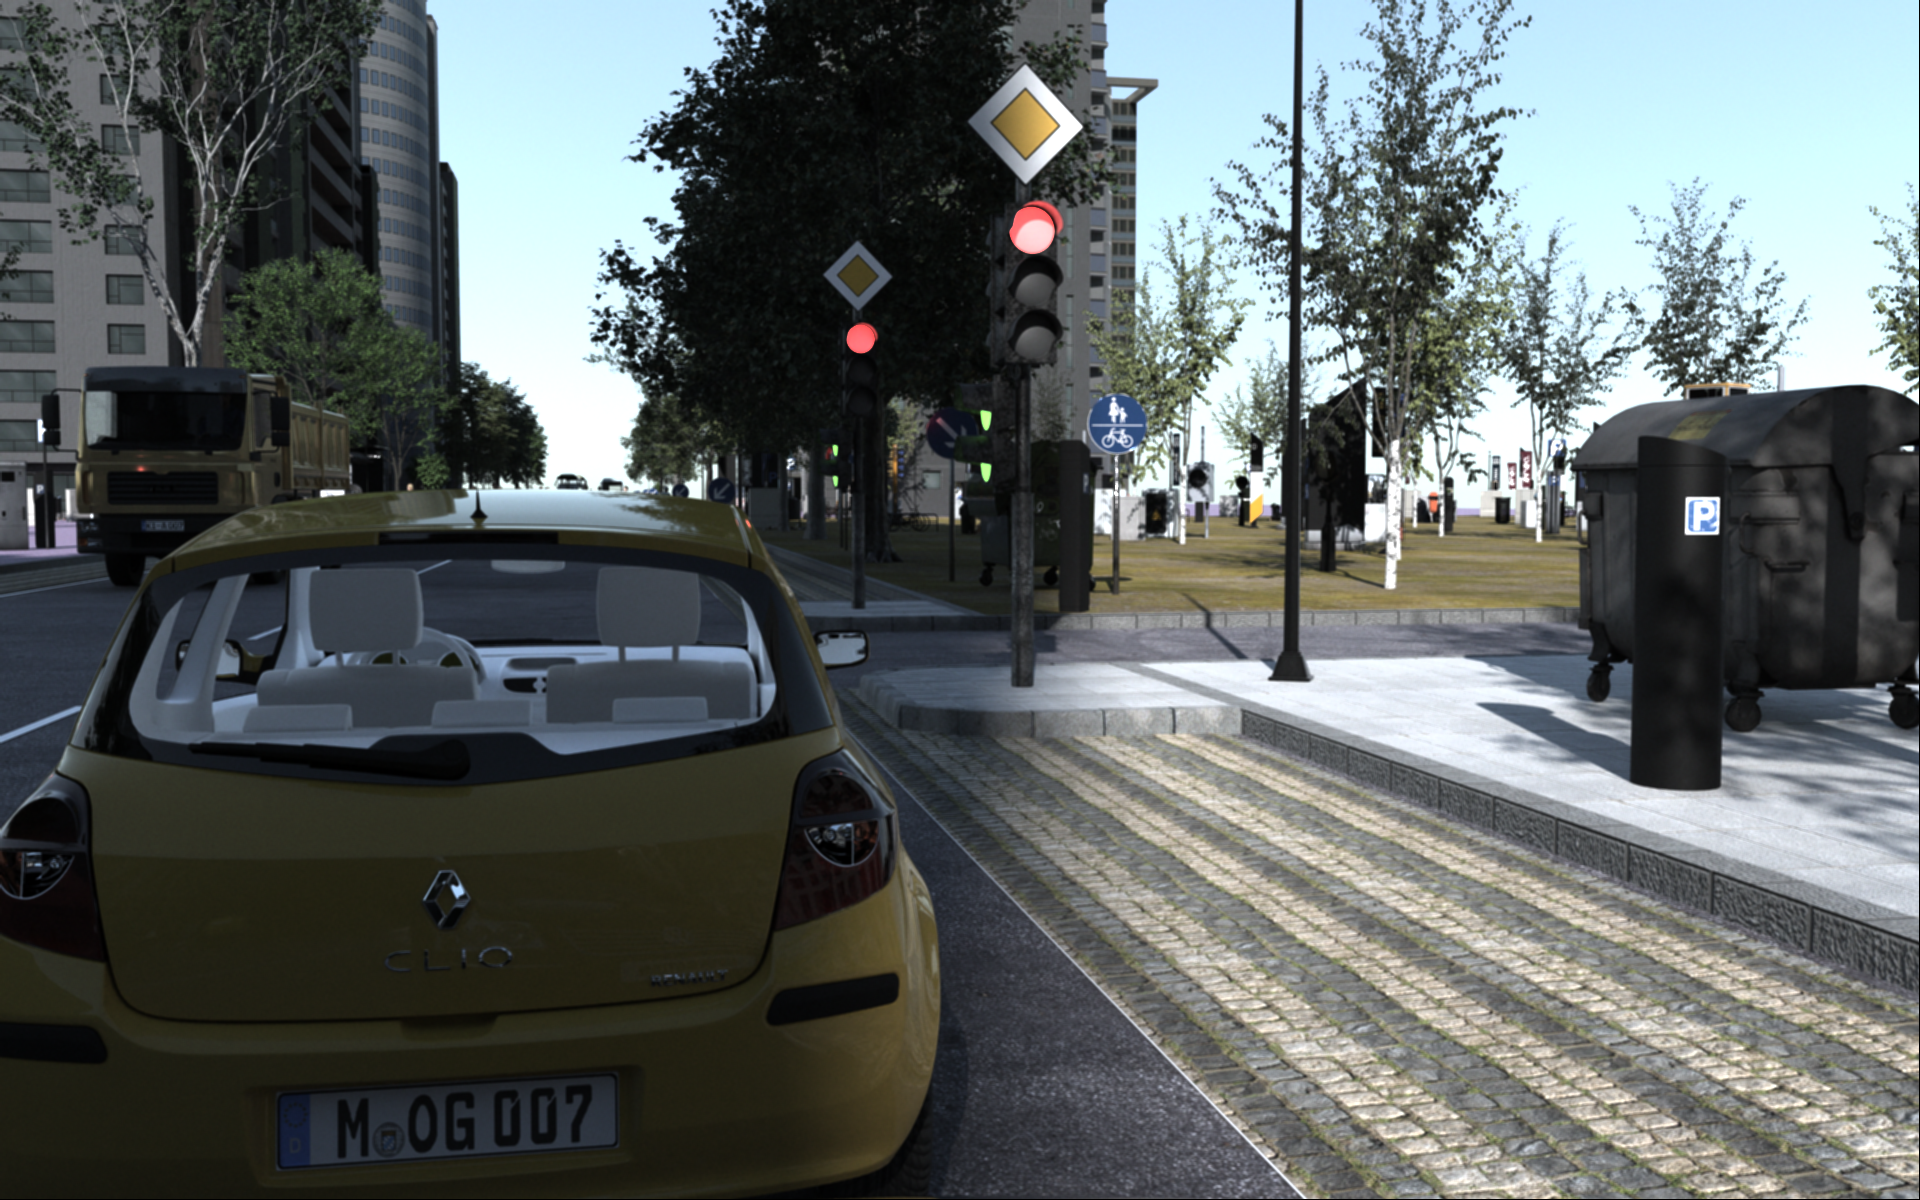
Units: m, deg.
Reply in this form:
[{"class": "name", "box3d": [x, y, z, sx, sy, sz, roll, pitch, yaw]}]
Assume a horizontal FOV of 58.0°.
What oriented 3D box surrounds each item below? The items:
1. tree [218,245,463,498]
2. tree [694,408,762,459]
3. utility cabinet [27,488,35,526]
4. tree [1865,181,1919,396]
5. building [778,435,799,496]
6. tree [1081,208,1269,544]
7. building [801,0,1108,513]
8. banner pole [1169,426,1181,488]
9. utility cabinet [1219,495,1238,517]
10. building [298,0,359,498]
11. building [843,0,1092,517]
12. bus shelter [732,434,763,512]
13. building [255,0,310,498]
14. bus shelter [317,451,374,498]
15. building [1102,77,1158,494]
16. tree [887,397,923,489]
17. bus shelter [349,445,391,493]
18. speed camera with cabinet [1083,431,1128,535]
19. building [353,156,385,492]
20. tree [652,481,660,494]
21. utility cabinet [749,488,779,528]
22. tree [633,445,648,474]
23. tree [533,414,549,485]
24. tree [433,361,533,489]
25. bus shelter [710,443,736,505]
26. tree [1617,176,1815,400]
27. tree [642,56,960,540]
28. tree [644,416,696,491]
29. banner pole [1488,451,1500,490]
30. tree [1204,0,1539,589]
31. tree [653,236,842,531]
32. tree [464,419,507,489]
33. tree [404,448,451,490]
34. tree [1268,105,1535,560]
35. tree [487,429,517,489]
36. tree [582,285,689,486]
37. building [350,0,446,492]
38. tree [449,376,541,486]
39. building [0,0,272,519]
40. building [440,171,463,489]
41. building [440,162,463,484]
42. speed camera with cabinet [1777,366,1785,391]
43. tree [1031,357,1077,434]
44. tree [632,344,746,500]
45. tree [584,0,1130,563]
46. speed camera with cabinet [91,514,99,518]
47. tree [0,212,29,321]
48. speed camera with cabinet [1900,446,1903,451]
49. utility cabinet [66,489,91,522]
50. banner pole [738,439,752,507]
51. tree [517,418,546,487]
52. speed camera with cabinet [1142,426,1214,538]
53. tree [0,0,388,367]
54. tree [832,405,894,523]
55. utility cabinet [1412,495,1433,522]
[{"class": "tree", "box3d": [-26.683, -8.913, 71.483, 9.928, 11.665, 9.643, 0, 3, 0]}, {"class": "tree", "box3d": [-12.082, -8.576, 90.572, 4.737, 8.622, 4.395, 0, 3, 0]}, {"class": "utility cabinet", "box3d": [-36.216, -3.642, 68.224, 1.173, 1.500, 0.318, 2, 4, 28]}, {"class": "tree", "box3d": [22.978, -5.500, 40.295, 4.737, 8.622, 4.395, 0, 3, 0]}, {"class": "building", "box3d": [-17.008, -36.364, 214.158, 23.786, 49.044, 30.456, -1, 4, -11]}, {"class": "tree", "box3d": [5.531, -5.750, 44.383, 4.737, 8.622, 4.395, 0, 3, 0]}, {"class": "building", "box3d": [-1.088, -35.678, 125.328, 21.231, 58.520, 28.212, -1, 4, -11]}, {"class": "banner pole", "box3d": [7.793, -4.469, 63.091, 0.401, 3.779, 0.863, -2, 4, -24]}, {"class": "utility cabinet", "box3d": [15.187, -5.299, 97.804, 1.020, 1.237, 0.306, 1, 4, 20]}, {"class": "building", "box3d": [-56.497, -30.672, 125.185, 21.300, 48.544, 21.600, -1, 4, -11]}, {"class": "building", "box3d": [-0.574, -25.701, 103.799, 14.154, 41.232, 14.086, -1, 4, -11]}, {"class": "bus shelter", "box3d": [-8.758, -5.956, 75.009, 2.179, 5.291, 8.768, -1, 4, -11]}, {"class": "building", "box3d": [-49.656, -25.995, 108.605, 14.154, 41.232, 14.086, -1, 4, -11]}, {"class": "bus shelter", "box3d": [-28.464, -5.264, 79.998, 2.014, 3.302, 5.546, -1, 4, -11]}, {"class": "building", "box3d": [-1.402, -28.187, 152.746, 32.217, 40.220, 23.993, -1, 4, -11]}, {"class": "tree", "box3d": [-4.140, -8.734, 93.169, 4.737, 8.622, 4.395, 0, 3, 0]}, {"class": "bus shelter", "box3d": [-29.598, -5.805, 86.196, 1.731, 3.624, 6.357, -1, 4, -11]}, {"class": "speed camera with cabinet", "box3d": [4.335, -3.686, 54.609, 2.038, 3.252, 0.660, -2, 4, -34]}, {"class": "building", "box3d": [-56.468, -22.800, 144.483, 14.160, 30.474, 14.107, -1, 4, -11]}, {"class": "tree", "box3d": [-39.283, -14.099, 225.113, 1.663, 3.219, 1.824, 0, 3, 0]}, {"class": "utility cabinet", "box3d": [-7.230, -3.398, 64.237, 1.173, 1.500, 0.318, -1, 4, -16]}, {"class": "tree", "box3d": [-41.296, -19.046, 237.155, 9.928, 11.665, 9.643, 0, 3, 0]}, {"class": "tree", "box3d": [-59.659, -19.531, 237.461, 7.486, 12.596, 7.792, 0, 3, 0]}, {"class": "tree", "box3d": [-41.416, -14.046, 147.771, 7.486, 12.596, 7.792, 0, 3, 0]}, {"class": "bus shelter", "box3d": [-10.913, -5.601, 82.864, 1.731, 3.624, 6.357, -1, 4, -11]}, {"class": "tree", "box3d": [17.240, -5.487, 40.070, 4.360, 8.622, 3.978, 0, 3, 0]}, {"class": "tree", "box3d": [-4.109, -8.694, 48.797, 9.857, 13.997, 8.962, 0, 3, 0]}, {"class": "tree", "box3d": [-22.150, -11.339, 135.761, 4.360, 8.622, 3.978, 0, 3, 0]}, {"class": "banner pole", "box3d": [30.742, -6.720, 99.882, 0.863, 3.779, 0.401, 0, 4, -2]}, {"class": "tree", "box3d": [5.741, -4.471, 23.470, 4.360, 8.622, 3.978, 0, 3, 0]}, {"class": "tree", "box3d": [-6.408, -8.613, 58.957, 7.486, 12.596, 7.792, 0, 3, 0]}, {"class": "tree", "box3d": [-43.161, -12.637, 156.974, 4.360, 8.622, 3.978, 0, 3, 0]}, {"class": "tree", "box3d": [-37.478, -8.465, 122.116, 4.285, 4.588, 4.351, 0, 3, 0]}, {"class": "tree", "box3d": [8.779, -5.090, 33.582, 4.737, 8.622, 4.395, 0, 3, 0]}, {"class": "tree", "box3d": [-32.790, -10.702, 100.741, 9.928, 11.665, 9.643, 0, 3, 0]}, {"class": "tree", "box3d": [-26.465, -18.141, 152.494, 12.611, 20.169, 13.585, 0, 3, 0]}, {"class": "building", "box3d": [-69.253, -39.648, 190.247, 21.231, 58.520, 28.212, -1, 4, -11]}, {"class": "tree", "box3d": [-49.988, -17.115, 186.491, 9.857, 13.997, 8.962, 0, 3, 0]}, {"class": "building", "box3d": [-46.275, -19.767, 94.892, 14.160, 30.474, 14.107, -1, 4, -11]}, {"class": "building", "box3d": [-69.209, -32.337, 212.302, 14.154, 41.232, 14.086, -1, 4, -11]}, {"class": "building", "box3d": [-73.110, -35.256, 226.551, 14.600, 45.320, 14.200, -1, 4, -11]}, {"class": "speed camera with cabinet", "box3d": [13.284, -2.022, 27.388, 2.038, 3.252, 0.660, -2, 4, -24]}, {"class": "tree", "box3d": [4.468, -8.744, 93.334, 4.360, 8.622, 3.978, 0, 3, 0]}, {"class": "tree", "box3d": [-14.620, -10.088, 99.347, 8.767, 10.594, 7.601, 0, 4, -6]}, {"class": "tree", "box3d": [-1.626, -7.050, 32.273, 9.611, 12.733, 9.660, 0, 3, 0]}, {"class": "speed camera with cabinet", "box3d": [-33.184, -4.518, 68.203, 2.038, 3.252, 0.660, 1, 4, 8]}, {"class": "tree", "box3d": [-18.571, -4.845, 29.578, 4.737, 8.622, 4.395, 0, 3, 0]}, {"class": "speed camera with cabinet", "box3d": [31.103, -3.939, 58.745, 2.038, 3.252, 0.660, 2, 4, 31]}, {"class": "utility cabinet", "box3d": [-40.486, -4.341, 79.661, 0.318, 1.500, 1.173, 2, 4, 26]}, {"class": "banner pole", "box3d": [-8.662, -4.849, 69.304, 0.863, 3.779, 0.401, 2, 4, 27]}, {"class": "tree", "box3d": [-58.519, -18.463, 227.623, 9.928, 11.665, 9.643, 0, 3, 0]}, {"class": "speed camera with cabinet", "box3d": [6.344, -3.432, 50.442, 2.038, 3.252, 0.660, 2, 4, 25]}, {"class": "tree", "box3d": [-23.912, -11.931, 50.954, 12.611, 20.169, 13.585, 0, 3, 0]}, {"class": "tree", "box3d": [-5.183, -7.753, 77.126, 4.360, 8.622, 3.978, 0, 3, 0]}, {"class": "utility cabinet", "box3d": [21.596, -4.251, 80.673, 1.020, 1.237, 0.306, -1, 4, -16]}]
